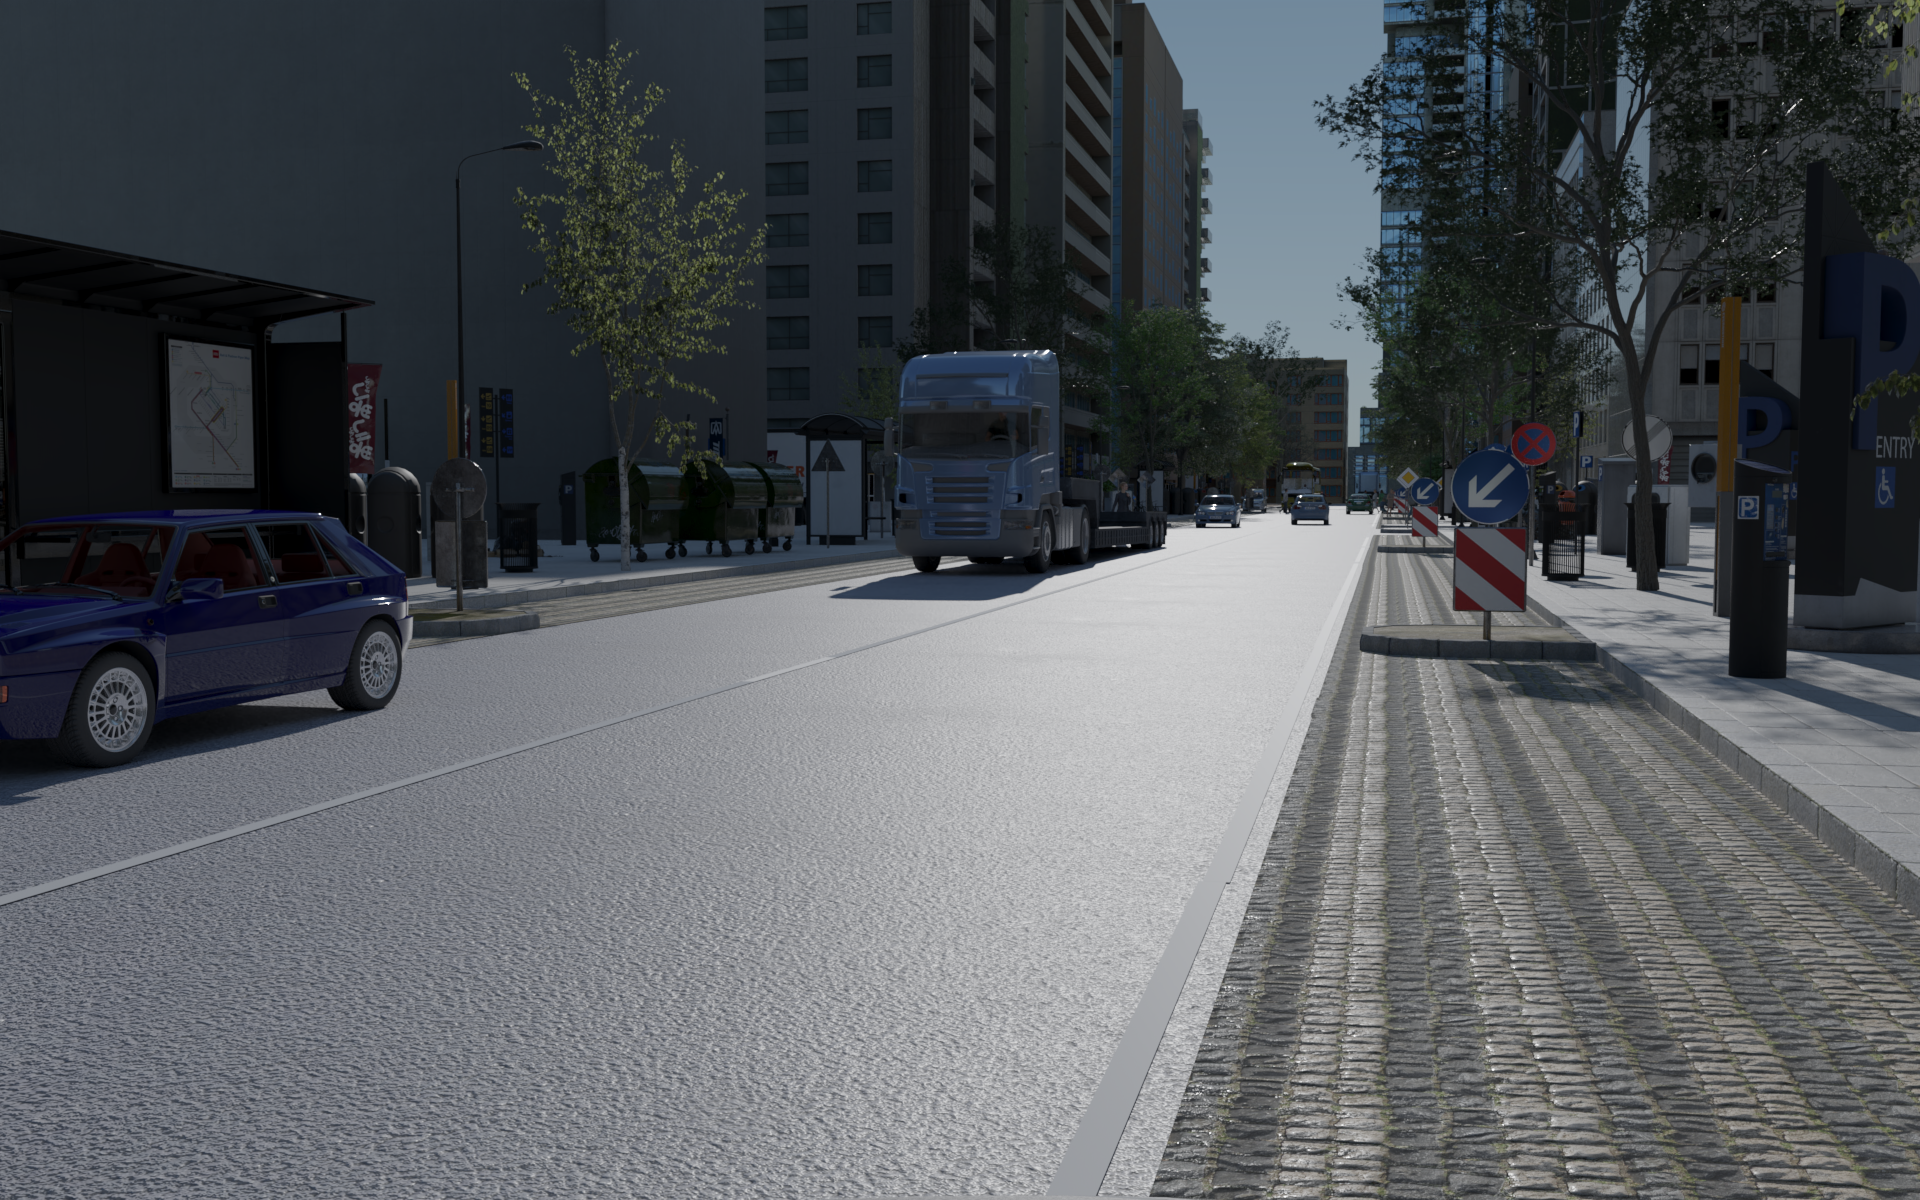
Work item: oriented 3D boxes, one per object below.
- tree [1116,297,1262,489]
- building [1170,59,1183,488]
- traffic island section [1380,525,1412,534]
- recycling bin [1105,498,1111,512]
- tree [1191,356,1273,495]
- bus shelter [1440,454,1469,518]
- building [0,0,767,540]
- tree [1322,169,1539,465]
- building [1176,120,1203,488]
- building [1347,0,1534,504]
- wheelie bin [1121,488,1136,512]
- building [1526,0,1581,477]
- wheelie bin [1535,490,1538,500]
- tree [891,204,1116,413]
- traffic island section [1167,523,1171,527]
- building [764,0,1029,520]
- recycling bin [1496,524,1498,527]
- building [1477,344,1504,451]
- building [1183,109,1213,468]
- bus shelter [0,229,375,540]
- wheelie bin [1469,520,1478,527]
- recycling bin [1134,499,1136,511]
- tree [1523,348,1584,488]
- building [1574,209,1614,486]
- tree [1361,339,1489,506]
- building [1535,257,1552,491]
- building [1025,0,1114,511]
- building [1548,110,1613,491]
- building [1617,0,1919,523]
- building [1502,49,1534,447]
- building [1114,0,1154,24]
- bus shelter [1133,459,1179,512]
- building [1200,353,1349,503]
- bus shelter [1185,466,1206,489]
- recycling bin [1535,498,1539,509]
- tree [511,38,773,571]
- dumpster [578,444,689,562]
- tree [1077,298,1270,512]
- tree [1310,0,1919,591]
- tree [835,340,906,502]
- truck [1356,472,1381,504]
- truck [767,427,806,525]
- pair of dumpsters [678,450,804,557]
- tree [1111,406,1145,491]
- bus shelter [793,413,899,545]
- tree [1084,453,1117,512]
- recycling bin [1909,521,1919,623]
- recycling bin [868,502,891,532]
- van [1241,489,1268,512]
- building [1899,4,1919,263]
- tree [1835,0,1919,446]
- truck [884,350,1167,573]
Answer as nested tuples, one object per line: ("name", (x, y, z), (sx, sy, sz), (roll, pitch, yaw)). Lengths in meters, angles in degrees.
("tree", (14.515, -12.558, 111.985), (9.857, 13.997, 8.962), (0, 3, 0))
("building", (14.280, -31.929, 172.154), (14.600, 45.320, 14.200), (1, 4, 14))
("traffic island section", (16.594, -2.559, 64.128), (2.009, 0.180, 2.903), (1, 4, 14))
("recycling bin", (10.338, -6.454, 118.074), (0.722, 1.027, 0.722), (3, 5, 44))
("tree", (22.036, -13.760, 143.103), (7.486, 12.596, 7.792), (0, 3, 0))
("bus shelter", (26.063, -5.887, 90.176), (2.014, 3.302, 5.546), (1, 4, 14))
("building", (-19.518, -16.102, 56.768), (24.014, 27.812, 14.314), (1, 4, 14))
("tree", (28.524, -15.143, 103.479), (12.611, 20.169, 13.585), (0, 3, 0))
("building", (18.162, -30.732, 186.067), (14.154, 41.232, 14.086), (1, 4, 14))
("building", (70.341, -56.713, 239.931), (31.000, 86.520, 22.319), (1, 4, 14))
("wheelie bin", (8.655, -5.006, 89.751), (0.980, 1.594, 0.693), (1, 4, 17))
("building", (59.379, -43.641, 151.790), (20.563, 71.187, 20.611), (1, 4, 14))
("wheelie bin", (39.741, -6.830, 119.572), (0.693, 1.594, 0.980), (0, 4, 5))
("tree", (1.329, -7.488, 56.836), (8.767, 10.594, 7.601), (2, 4, 27))
("traffic island section", (7.982, -3.192, 74.474), (2.009, 0.180, 2.903), (1, 4, 14))
("building", (-4.641, -19.578, 91.807), (14.160, 30.474, 14.107), (1, 4, 14))
("recycling bin", (15.925, -2.377, 51.416), (0.722, 1.027, 0.722), (2, 4, 35))
("building", (72.182, -21.165, 191.082), (27.650, 21.520, 28.899), (1, 4, 14))
("building", (14.431, -35.983, 207.935), (30.456, 49.044, 23.786), (1, 4, 14))
("bus shelter", (-8.674, -1.657, 18.374), (1.731, 3.624, 6.357), (1, 4, 14))
("wheelie bin", (18.307, -3.238, 60.854), (0.980, 1.594, 0.693), (3, 5, 44))
("recycling bin", (10.289, -5.713, 105.964), (0.722, 1.027, 0.722), (-3, 4, -36))
("tree", (29.231, -8.194, 84.330), (4.360, 8.622, 3.978), (0, 3, 0))
("building", (41.080, -14.845, 97.468), (10.420, 20.320, 16.860), (1, 4, 14))
("tree", (35.828, -13.865, 133.344), (9.857, 13.997, 8.962), (0, 3, 0))
("building", (51.100, -18.548, 132.940), (12.332, 23.373, 15.834), (1, 4, 14))
("building", (-1.140, -30.673, 125.212), (21.300, 48.544, 21.600), (1, 4, 14))
("building", (46.578, -18.192, 115.467), (12.078, 24.808, 19.932), (1, 4, 14))
("building", (41.421, -16.017, 79.897), (19.932, 24.808, 12.078), (1, 4, 14))
("building", (61.407, -31.837, 170.645), (14.600, 45.320, 14.200), (1, 4, 14))
("building", (10.803, -31.066, 158.045), (14.600, 45.320, 14.200), (1, 4, 14))
("bus shelter", (11.632, -6.654, 102.712), (2.014, 3.302, 5.546), (1, 4, 14))
("building", (41.542, -24.931, 252.660), (28.899, 21.520, 27.650), (1, 4, 14))
("bus shelter", (16.989, -8.136, 126.952), (2.014, 3.302, 5.546), (1, 4, 14))
("recycling bin", (25.950, -3.997, 77.900), (0.722, 1.027, 0.722), (0, 4, 3))
("tree", (-5.459, -4.779, 28.499), (4.360, 8.622, 3.978), (0, 3, 0))
("dumpster", (-6.271, -1.884, 33.291), (1.502, 2.255, 1.985), (1, 4, 14))
("tree", (10.004, -10.135, 91.469), (9.928, 11.665, 9.643), (0, 3, 0))
("tree", (9.184, -5.423, 23.073), (8.767, 10.594, 7.601), (0, 4, 1))
("tree", (-3.777, -8.049, 81.963), (4.737, 8.622, 4.395), (0, 3, 0))
("truck", (48.482, -13.204, 205.636), (2.967, 4.110, 18.799), (1, 4, 13))
("truck", (-9.937, -5.264, 74.972), (11.283, 4.237, 2.839), (1, 4, 16))
("pair of dumpsters", (-4.758, -2.110, 36.987), (1.574, 2.255, 4.437), (1, 4, 14))
("tree", (13.493, -11.729, 142.126), (4.737, 8.622, 4.395), (0, 3, 0))
("bus shelter", (-2.539, -3.175, 45.831), (2.014, 3.302, 5.546), (1, 4, 14))
("tree", (6.911, -5.376, 82.497), (1.663, 3.219, 1.824), (0, 3, 0))
("recycling bin", (9.302, -0.255, 16.725), (0.722, 1.027, 0.722), (-1, 4, -18))
("recycling bin", (-2.706, -2.798, 58.308), (0.722, 1.027, 0.722), (0, 4, -8))
("van", (22.769, -7.752, 133.763), (2.013, 2.044, 4.112), (1, 4, 14))
("building", (31.931, -26.580, 23.819), (28.713, 52.752, 27.495), (1, 4, 14))
("tree", (6.393, -3.598, 9.194), (4.360, 8.622, 3.978), (0, 3, 0))
("truck", (2.148, -2.969, 38.310), (2.967, 4.110, 18.799), (1, 4, 14))
